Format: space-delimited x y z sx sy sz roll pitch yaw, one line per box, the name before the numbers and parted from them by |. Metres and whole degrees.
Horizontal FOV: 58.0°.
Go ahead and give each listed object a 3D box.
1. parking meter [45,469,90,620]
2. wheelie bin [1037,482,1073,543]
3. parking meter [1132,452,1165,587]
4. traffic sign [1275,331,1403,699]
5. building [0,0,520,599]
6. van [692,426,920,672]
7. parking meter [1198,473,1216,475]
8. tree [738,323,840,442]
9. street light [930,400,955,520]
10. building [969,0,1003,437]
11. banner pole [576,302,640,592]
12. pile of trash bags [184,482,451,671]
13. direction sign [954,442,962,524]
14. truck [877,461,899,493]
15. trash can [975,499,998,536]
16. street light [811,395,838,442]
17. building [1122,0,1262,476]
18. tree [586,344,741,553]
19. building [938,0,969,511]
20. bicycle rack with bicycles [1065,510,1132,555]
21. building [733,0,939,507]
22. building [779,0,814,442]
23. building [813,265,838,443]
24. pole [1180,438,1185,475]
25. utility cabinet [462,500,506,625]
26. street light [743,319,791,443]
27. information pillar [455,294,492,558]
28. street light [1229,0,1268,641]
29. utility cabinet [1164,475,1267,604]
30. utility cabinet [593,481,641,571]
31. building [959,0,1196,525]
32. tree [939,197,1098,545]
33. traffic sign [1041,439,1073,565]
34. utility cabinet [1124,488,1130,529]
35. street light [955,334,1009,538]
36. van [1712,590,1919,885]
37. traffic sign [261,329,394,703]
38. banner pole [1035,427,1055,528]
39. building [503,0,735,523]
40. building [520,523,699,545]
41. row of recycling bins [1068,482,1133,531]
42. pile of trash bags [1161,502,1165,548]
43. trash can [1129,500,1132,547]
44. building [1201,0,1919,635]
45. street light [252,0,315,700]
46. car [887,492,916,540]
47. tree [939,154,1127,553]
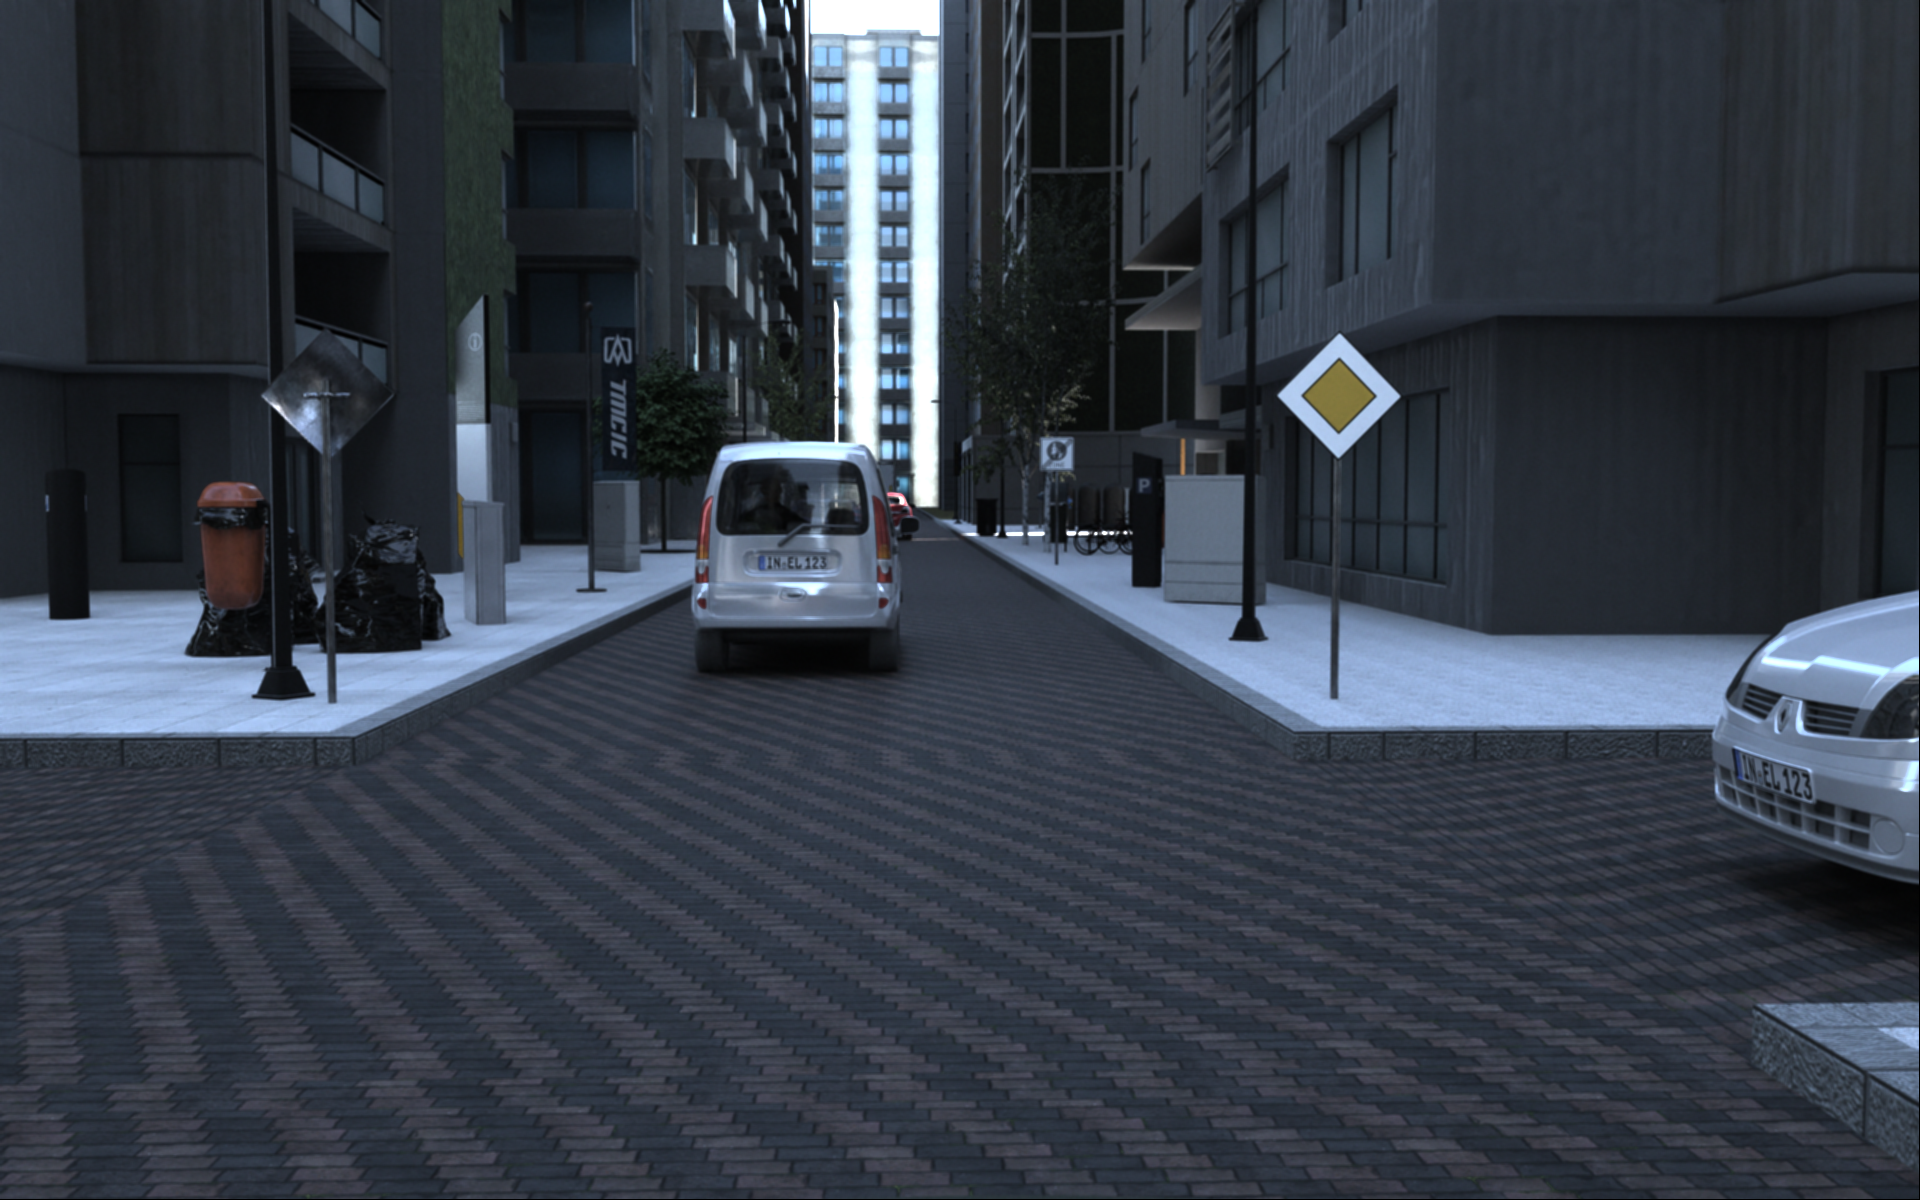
parking meter | -9.180 -0.575 17.813 0.372 1.533 0.369 0 3 0
wheelie bin | 2.514 -2.317 45.798 0.980 1.594 0.693 1 4 9
parking meter | 2.597 -1.112 23.898 0.399 1.863 0.255 2 4 27
traffic sign | 2.341 -0.437 10.785 0.795 2.450 0.064 0 4 -2
building | -15.115 -20.856 24.599 14.154 41.232 14.086 0 4 -2
van | -1.356 -0.510 15.349 2.013 2.044 4.112 0 4 -2
parking meter | 3.039 -0.803 21.543 0.372 1.533 0.369 0 3 0
tree | -7.520 -7.658 75.572 4.737 8.622 4.395 0 3 0
street light | -0.766 -6.929 85.831 1.470 5.913 1.316 0 4 -2
building | 7.702 -27.302 96.502 14.600 45.320 14.200 0 4 -2
banner pole | -4.642 -2.005 22.796 0.863 3.779 0.401 -2 4 -23
pile of trash bags | -5.341 -0.260 14.005 1.912 1.369 3.447 0 4 -4
direction sign | -0.086 -5.094 75.282 0.379 3.537 0.876 1 4 22
truck | -6.965 -10.131 154.549 2.839 4.237 11.283 0 4 -1
trash can | 0.816 -2.520 52.859 0.748 1.137 0.748 0 3 0
street light | -6.447 -6.668 81.561 1.470 5.913 1.316 0 4 -2
building | 19.224 -27.784 43.502 28.713 52.752 27.495 0 4 -2
tree | -6.457 -3.330 38.152 4.285 4.588 4.351 0 3 0
building | 8.663 -36.964 146.356 21.231 58.520 28.212 0 4 -2
bicycle rack with bicycles | 3.579 -1.481 37.590 2.925 0.926 2.852 -1 4 -12
building | -6.943 -34.346 181.171 30.456 49.044 23.786 0 4 -2
building | -17.694 -28.896 122.562 14.600 45.320 14.200 0 4 -2
building | -25.279 -18.481 147.204 28.899 21.520 27.650 0 4 -2
pole | 7.760 -4.070 60.385 0.158 3.312 0.155 0 3 0
utility cabinet | -4.790 -0.384 17.443 0.306 1.237 1.020 -1 4 -23
street light | -5.196 -4.503 46.167 1.470 5.913 1.316 0 4 -2
information pillar | -5.739 -1.782 20.485 0.504 3.616 0.183 2 4 28
street light | 1.998 -2.600 15.052 1.470 5.913 1.316 0 4 -2
utility cabinet | 2.990 -0.709 20.271 1.173 1.500 0.318 2 4 34
utility cabinet | -5.772 -1.233 28.845 0.318 1.500 1.173 -3 5 -41
building | 10.518 -38.922 74.622 20.563 71.187 20.611 0 4 -2
tree | 1.597 -5.700 43.560 4.737 8.622 4.395 0 3 0
traffic sign | 1.750 -1.786 31.326 0.606 2.300 0.079 0 4 7
utility cabinet | 6.100 -3.349 63.441 0.318 1.500 1.173 -2 4 -23
street light | 0.698 -4.765 50.445 1.470 5.913 1.316 0 4 -2
van | 4.812 0.064 5.970 4.112 2.044 2.013 0 4 -2
traffic sign | -3.849 -0.424 10.567 0.795 2.450 0.064 0 4 -2
banner pole | 3.231 -4.573 64.792 0.863 3.779 0.401 0 4 -7
building | -21.015 -29.357 99.592 23.786 49.044 30.456 0 4 -2
building | -17.881 -26.598 54.490 23.786 49.044 30.456 0 4 -2
row of recycling bins | 5.051 -3.318 61.357 3.534 1.692 1.069 0 4 7
pile of trash bags | 4.239 -1.080 27.418 3.447 1.369 1.912 -2 4 -35
trash can | 4.295 -1.749 40.248 0.748 1.137 0.748 0 3 0
building | 10.675 -20.444 17.855 14.086 41.232 14.154 0 4 -2
street light | -3.734 -2.339 10.781 1.470 5.913 1.316 0 4 -2
car | -2.473 -2.845 55.563 2.155 1.783 4.494 0 4 -4
tree | 1.834 -5.363 38.047 4.360 8.622 3.978 0 3 0
